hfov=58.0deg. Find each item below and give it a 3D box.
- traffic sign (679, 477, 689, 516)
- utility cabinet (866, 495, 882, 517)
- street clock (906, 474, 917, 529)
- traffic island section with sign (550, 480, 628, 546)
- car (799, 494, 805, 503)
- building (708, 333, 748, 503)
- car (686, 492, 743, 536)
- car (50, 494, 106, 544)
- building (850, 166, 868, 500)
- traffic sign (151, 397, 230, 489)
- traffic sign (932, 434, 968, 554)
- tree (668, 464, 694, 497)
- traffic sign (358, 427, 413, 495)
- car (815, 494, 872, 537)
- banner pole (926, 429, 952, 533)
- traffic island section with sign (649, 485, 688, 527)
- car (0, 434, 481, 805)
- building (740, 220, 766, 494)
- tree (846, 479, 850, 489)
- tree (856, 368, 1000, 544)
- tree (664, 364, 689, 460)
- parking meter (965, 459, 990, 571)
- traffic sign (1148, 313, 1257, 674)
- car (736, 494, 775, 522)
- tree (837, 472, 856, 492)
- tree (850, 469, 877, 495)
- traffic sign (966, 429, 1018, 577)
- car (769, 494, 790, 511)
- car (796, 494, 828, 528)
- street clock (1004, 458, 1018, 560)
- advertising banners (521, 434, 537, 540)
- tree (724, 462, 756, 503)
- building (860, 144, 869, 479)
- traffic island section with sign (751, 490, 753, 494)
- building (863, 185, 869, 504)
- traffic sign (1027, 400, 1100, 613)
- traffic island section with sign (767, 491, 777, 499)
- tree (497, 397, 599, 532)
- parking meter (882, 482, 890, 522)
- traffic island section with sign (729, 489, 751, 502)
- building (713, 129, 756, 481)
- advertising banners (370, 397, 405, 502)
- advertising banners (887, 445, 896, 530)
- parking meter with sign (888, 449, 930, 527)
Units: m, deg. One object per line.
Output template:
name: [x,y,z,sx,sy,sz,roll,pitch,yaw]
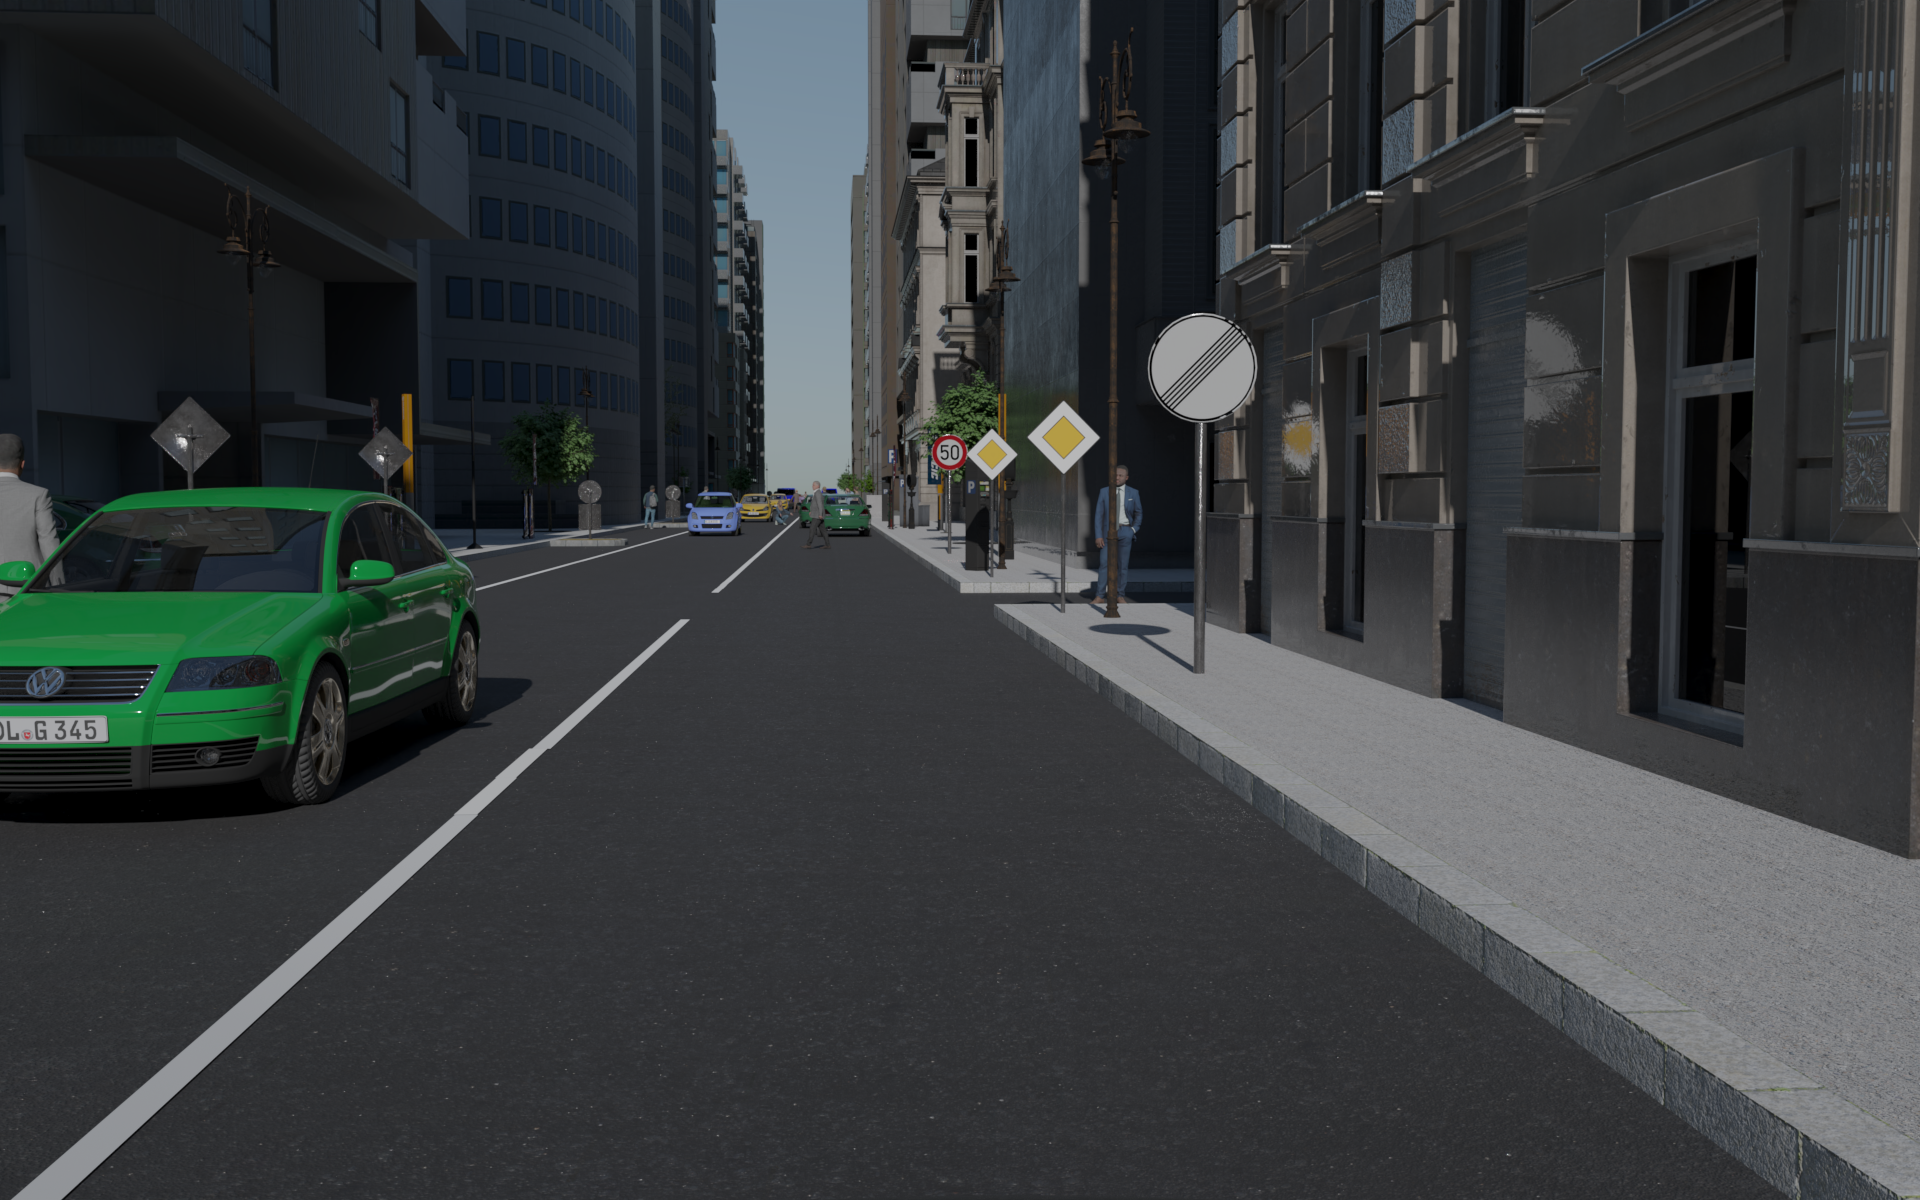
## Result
traffic sign: [-16.082,-6.043,100.940,0.606,2.300,0.079,0,4,4]
utility cabinet: [-4.638,-5.153,95.405,1.020,1.237,0.306,0,4,-3]
street clock: [-1.774,-3.601,63.451,0.358,2.002,0.471,-2,4,-24]
traffic island section with sign: [-10.380,-2.445,48.605,1.989,1.847,2.006,0,4,-4]
car: [-22.783,-14.212,244.364,2.014,1.417,4.499,0,4,-4]
building: [-38.970,-21.661,199.200,27.650,21.520,28.899,0,4,-4]
car: [-8.472,-3.079,59.925,1.945,1.707,3.694,0,4,-5]
car: [-12.281,-0.617,21.884,4.920,1.459,2.131,0,4,-5]
building: [-4.914,-38.313,250.120,21.300,48.544,21.600,0,4,-4]
traffic sign: [-7.960,-0.875,17.947,0.795,2.450,0.064,0,4,-4]
traffic sign: [-0.222,-2.261,37.072,0.768,2.556,0.104,0,4,-3]
tree: [-17.425,-7.023,109.427,1.663,3.219,1.824,0,3,0]
traffic sign: [-8.580,-1.362,25.908,0.795,2.450,0.064,0,4,-4]
car: [-4.047,-2.920,59.535,2.131,1.459,4.920,0,4,-6]
banner pole: [-0.677,-4.077,56.674,0.863,3.779,0.401,1,4,9]
traffic island section with sign: [-12.466,-4.089,75.480,1.989,1.847,2.006,0,4,-4]
car: [-3.868,-0.034,9.348,1.959,1.807,4.718,0,4,-3]
building: [-35.628,-34.696,250.865,14.154,41.232,14.086,0,4,-4]
tree: [-12.445,-12.430,197.837,1.663,3.219,1.824,0,3,0]
tree: [0.448,-3.730,44.705,4.285,4.588,4.351,0,3,0]
tree: [-16.660,-8.779,93.894,4.360,8.622,3.978,0,3,0]
parking meter: [0.294,-1.422,28.961,0.255,1.863,0.399,-3,4,-39]
traffic sign: [1.710,-0.746,12.308,0.768,2.556,0.104,0,4,2]
car: [-10.497,-4.810,88.873,2.015,1.641,3.980,0,4,-4]
tree: [-14.719,-14.997,228.915,4.285,4.588,4.351,0,3,0]
tree: [-6.415,-7.879,123.431,1.663,3.219,1.824,0,3,0]
traffic sign: [0.489,-1.404,26.591,0.795,2.450,0.064,0,4,-4]
car: [-15.429,-8.373,147.119,2.015,1.641,3.980,0,4,-4]
car: [-5.944,-3.808,74.063,2.131,1.459,4.920,0,4,-4]
street clock: [0.963,-1.790,33.841,0.358,2.002,0.471,0,4,6]
advertising banners: [-12.341,-3.274,49.715,0.090,3.025,2.074,0,4,-2]
tree: [-22.534,-11.862,177.656,4.285,4.588,4.351,0,3,0]
building: [-0.126,-36.109,209.988,23.786,49.044,30.456,0,4,-4]
traffic island section with sign: [-18.466,-8.806,152.602,1.989,1.847,2.006,0,4,-4]
building: [-5.978,-33.546,232.069,14.154,41.232,14.086,0,4,-4]
traffic sign: [1.108,-0.917,18.629,0.795,2.450,0.064,0,4,-4]
traffic island section with sign: [-24.816,-13.806,234.350,1.989,1.847,2.006,0,4,-4]
tree: [-13.969,-4.591,58.784,4.285,4.588,4.351,0,3,0]
parking meter: [-3.458,-4.607,81.033,0.399,1.863,0.255,0,4,0]
traffic island section with sign: [-16.335,-7.138,125.337,1.989,1.847,2.006,0,4,-4]
building: [-39.306,-37.213,228.045,23.786,49.044,30.456,0,4,-4]
advertising banners: [-10.709,-2.215,32.401,0.090,3.025,2.074,0,4,-3]
advertising banners: [-2.476,-4.070,62.734,0.090,3.025,2.074,-1,4,-9]
parking meter with sign: [-1.971,-4.381,67.882,1.738,3.016,0.543,-3,5,-40]
